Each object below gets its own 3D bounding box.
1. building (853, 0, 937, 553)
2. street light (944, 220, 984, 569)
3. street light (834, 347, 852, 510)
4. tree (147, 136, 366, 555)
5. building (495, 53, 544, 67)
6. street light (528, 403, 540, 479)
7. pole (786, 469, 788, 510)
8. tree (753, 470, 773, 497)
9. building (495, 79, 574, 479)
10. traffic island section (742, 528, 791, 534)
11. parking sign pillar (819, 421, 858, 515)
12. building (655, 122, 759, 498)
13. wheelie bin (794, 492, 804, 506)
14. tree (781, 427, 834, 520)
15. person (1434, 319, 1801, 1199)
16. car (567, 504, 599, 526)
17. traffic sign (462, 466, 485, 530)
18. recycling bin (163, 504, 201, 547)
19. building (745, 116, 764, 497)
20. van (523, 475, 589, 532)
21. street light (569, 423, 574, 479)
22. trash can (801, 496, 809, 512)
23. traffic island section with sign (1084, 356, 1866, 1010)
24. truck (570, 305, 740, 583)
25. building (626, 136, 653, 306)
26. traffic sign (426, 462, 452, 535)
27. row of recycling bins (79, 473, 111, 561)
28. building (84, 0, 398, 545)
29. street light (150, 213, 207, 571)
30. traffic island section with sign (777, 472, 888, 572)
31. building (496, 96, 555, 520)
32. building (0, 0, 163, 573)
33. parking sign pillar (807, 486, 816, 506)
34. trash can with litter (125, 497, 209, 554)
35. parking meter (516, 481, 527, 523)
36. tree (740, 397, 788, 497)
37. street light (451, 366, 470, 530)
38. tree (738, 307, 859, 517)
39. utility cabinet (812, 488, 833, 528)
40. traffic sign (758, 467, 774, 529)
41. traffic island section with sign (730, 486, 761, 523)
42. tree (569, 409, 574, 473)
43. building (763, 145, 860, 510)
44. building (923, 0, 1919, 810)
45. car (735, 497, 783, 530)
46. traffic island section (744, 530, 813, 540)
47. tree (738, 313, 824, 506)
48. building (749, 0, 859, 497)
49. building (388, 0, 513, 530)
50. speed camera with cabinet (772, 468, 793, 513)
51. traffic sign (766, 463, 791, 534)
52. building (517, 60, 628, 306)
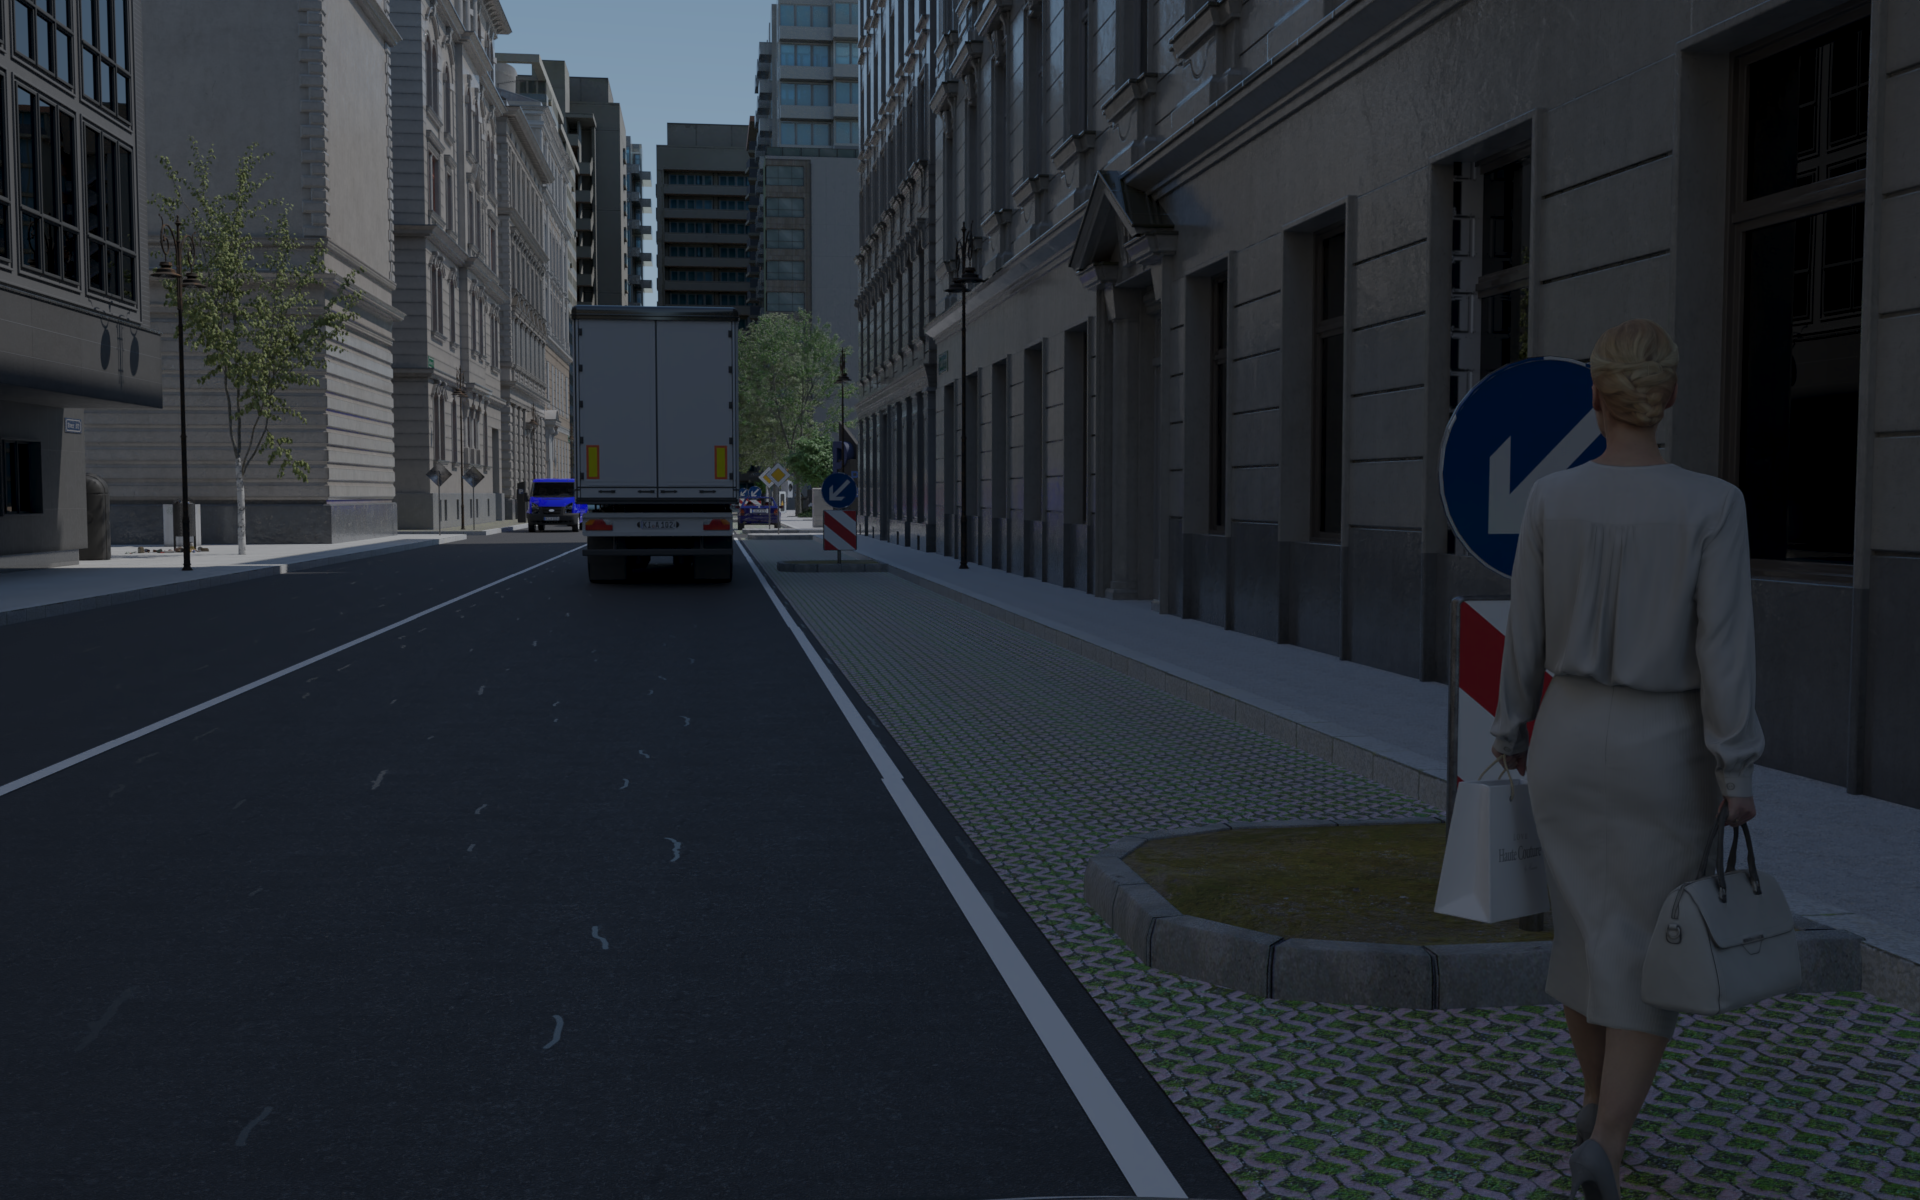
[{"bbox_3d":[2.599,-12.092,46.857,9.793,20.994,18.267,-1,4,-8],"label":"building"},{"bbox_3d":[0.065,-3.471,29.544,0.468,5.910,1.993,-1,4,-8],"label":"street light"},{"bbox_3d":[-3.692,-5.003,54.583,0.468,5.910,1.993,-1,4,-8],"label":"street light"},{"bbox_3d":[-14.947,-5.255,36.274,4.737,8.622,4.395,0,3,0],"label":"tree"},{"bbox_3d":[-46.777,-27.776,146.014,32.217,40.220,23.993,-1,4,-8],"label":"building"},{"bbox_3d":[-21.558,-7.029,87.713,0.468,5.910,1.993,-1,4,-8],"label":"street light"},{"bbox_3d":[-13.837,-8.847,138.487,0.158,3.312,0.155,0,3,0],"label":"pole"},{"bbox_3d":[-15.825,-8.833,139.027,1.663,3.219,1.824,0,3,0],"label":"tree"},{"bbox_3d":[-32.608,-20.006,113.009,13.634,28.700,20.117,-1,4,-8],"label":"building"},{"bbox_3d":[-6.916,-2.496,63.092,2.009,0.180,2.903,-1,4,-8],"label":"traffic island section"},{"bbox_3d":[-4.174,-4.589,63.508,1.447,3.967,1.447,-2,4,-33],"label":"parking sign pillar"},{"bbox_3d":[-29.230,-37.101,230.305,21.600,48.544,21.300,-1,4,-8],"label":"building"},{"bbox_3d":[-11.588,-7.142,124.679,0.693,1.594,0.980,-1,4,-12],"label":"wheelie bin"},{"bbox_3d":[-7.040,-6.181,84.769,4.285,4.588,4.351,0,3,0],"label":"tree"},{"bbox_3d":[1.293,0.328,3.495,0.624,1.780,0.694,-3,4,-39],"label":"person"},{"bbox_3d":[-16.770,-4.186,78.224,2.009,1.686,4.222,0,4,-7],"label":"car"},{"bbox_3d":[-17.276,-3.540,61.525,0.795,2.450,0.064,-1,4,-8],"label":"traffic sign"},{"bbox_3d":[-19.067,-1.829,42.457,0.722,1.027,0.722,-1,4,-13],"label":"recycling bin"},{"bbox_3d":[-13.389,-33.347,199.851,22.147,44.769,28.867,-1,4,-8],"label":"building"},{"bbox_3d":[-15.499,-3.815,66.752,2.240,2.365,5.245,0,4,-8],"label":"van"},{"bbox_3d":[-25.164,-8.537,112.368,0.468,5.910,1.993,-1,4,-8],"label":"street light"},{"bbox_3d":[-10.042,-6.095,111.299,0.748,1.137,0.748,0,3,0],"label":"trash can"},{"bbox_3d":[1.481,0.176,5.755,1.989,1.847,2.006,-1,4,-8],"label":"traffic island section with sign"},{"bbox_3d":[-5.380,-2.600,31.417,2.839,4.237,11.283,-1,4,-9],"label":"truck"},{"bbox_3d":[-55.743,-37.184,227.558,30.456,49.044,23.786,-1,4,-8],"label":"building"},{"bbox_3d":[-16.119,-3.057,53.623,0.795,2.450,0.064,-1,4,-8],"label":"traffic sign"},{"bbox_3d":[-18.284,-1.633,33.811,3.534,1.692,1.069,1,4,9],"label":"row of recycling bins"},{"bbox_3d":[-25.945,-13.347,47.101,19.941,23.489,11.050,-1,4,-8],"label":"building"},{"bbox_3d":[-12.959,-3.430,28.865,0.468,5.910,1.993,-1,4,-8],"label":"street light"},{"bbox_3d":[-2.420,-1.456,32.428,1.989,1.847,2.006,-1,4,-8],"label":"traffic island section with sign"},{"bbox_3d":[-28.254,-16.191,93.600,11.050,23.489,19.941,-1,4,-8],"label":"building"},{"bbox_3d":[-19.559,-13.738,18.130,14.314,27.812,24.014,-1,4,-8],"label":"building"},{"bbox_3d":[-11.248,-8.963,135.024,1.447,3.967,1.447,1,4,21],"label":"parking sign pillar"},{"bbox_3d":[-17.446,-1.650,38.027,1.678,1.210,2.233,2,4,31],"label":"trash can with litter"},{"bbox_3d":[-19.569,-4.378,77.285,0.399,1.863,0.255,0,4,-2],"label":"parking meter"},{"bbox_3d":[-14.140,-10.802,126.982,4.737,8.622,4.395,0,3,0],"label":"tree"},{"bbox_3d":[-17.949,-5.479,62.361,0.468,5.910,1.993,-1,4,-8],"label":"street light"},{"bbox_3d":[-9.255,-10.493,97.313,9.928,11.665,9.643,0,3,0],"label":"tree"},{"bbox_3d":[-4.947,-3.452,65.115,1.173,1.500,0.318,-1,4,-15],"label":"utility cabinet"},{"bbox_3d":[-6.938,-3.631,63.012,0.795,2.450,0.064,-1,4,-8],"label":"traffic sign"},{"bbox_3d":[-10.476,-4.820,87.433,1.989,1.847,2.006,-1,4,-8],"label":"traffic island section with sign"},{"bbox_3d":[-28.944,-11.171,133.009,4.360,8.622,3.978,0,3,0],"label":"tree"},{"bbox_3d":[-9.703,-23.003,147.797,14.160,30.474,14.107,-1,4,-8],"label":"building"},{"bbox_3d":[10.383,-14.669,16.250,17.030,29.872,44.131,-1,4,-8],"label":"building"},{"bbox_3d":[-8.103,-3.505,69.879,1.945,1.354,3.894,0,4,-7],"label":"car"},{"bbox_3d":[-5.759,-2.013,55.191,2.009,0.180,2.903,-1,4,-8],"label":"traffic island section"},{"bbox_3d":[-11.982,-11.654,108.668,7.486,12.596,7.792,0,3,0],"label":"tree"},{"bbox_3d":[-8.716,-33.693,170.482,23.786,49.044,30.456,-1,4,-8],"label":"building"},{"bbox_3d":[-26.634,-17.365,71.310,14.401,28.519,23.554,-1,4,-8],"label":"building"},{"bbox_3d":[-11.912,-7.449,116.134,0.660,3.252,2.038,1,4,20],"label":"speed camera with cabinet"},{"bbox_3d":[-5.781,-3.148,55.111,0.795,2.450,0.064,-1,4,-8],"label":"traffic sign"},{"bbox_3d":[-49.111,-35.119,197.901,21.600,48.544,21.300,-1,4,-8],"label":"building"}]
